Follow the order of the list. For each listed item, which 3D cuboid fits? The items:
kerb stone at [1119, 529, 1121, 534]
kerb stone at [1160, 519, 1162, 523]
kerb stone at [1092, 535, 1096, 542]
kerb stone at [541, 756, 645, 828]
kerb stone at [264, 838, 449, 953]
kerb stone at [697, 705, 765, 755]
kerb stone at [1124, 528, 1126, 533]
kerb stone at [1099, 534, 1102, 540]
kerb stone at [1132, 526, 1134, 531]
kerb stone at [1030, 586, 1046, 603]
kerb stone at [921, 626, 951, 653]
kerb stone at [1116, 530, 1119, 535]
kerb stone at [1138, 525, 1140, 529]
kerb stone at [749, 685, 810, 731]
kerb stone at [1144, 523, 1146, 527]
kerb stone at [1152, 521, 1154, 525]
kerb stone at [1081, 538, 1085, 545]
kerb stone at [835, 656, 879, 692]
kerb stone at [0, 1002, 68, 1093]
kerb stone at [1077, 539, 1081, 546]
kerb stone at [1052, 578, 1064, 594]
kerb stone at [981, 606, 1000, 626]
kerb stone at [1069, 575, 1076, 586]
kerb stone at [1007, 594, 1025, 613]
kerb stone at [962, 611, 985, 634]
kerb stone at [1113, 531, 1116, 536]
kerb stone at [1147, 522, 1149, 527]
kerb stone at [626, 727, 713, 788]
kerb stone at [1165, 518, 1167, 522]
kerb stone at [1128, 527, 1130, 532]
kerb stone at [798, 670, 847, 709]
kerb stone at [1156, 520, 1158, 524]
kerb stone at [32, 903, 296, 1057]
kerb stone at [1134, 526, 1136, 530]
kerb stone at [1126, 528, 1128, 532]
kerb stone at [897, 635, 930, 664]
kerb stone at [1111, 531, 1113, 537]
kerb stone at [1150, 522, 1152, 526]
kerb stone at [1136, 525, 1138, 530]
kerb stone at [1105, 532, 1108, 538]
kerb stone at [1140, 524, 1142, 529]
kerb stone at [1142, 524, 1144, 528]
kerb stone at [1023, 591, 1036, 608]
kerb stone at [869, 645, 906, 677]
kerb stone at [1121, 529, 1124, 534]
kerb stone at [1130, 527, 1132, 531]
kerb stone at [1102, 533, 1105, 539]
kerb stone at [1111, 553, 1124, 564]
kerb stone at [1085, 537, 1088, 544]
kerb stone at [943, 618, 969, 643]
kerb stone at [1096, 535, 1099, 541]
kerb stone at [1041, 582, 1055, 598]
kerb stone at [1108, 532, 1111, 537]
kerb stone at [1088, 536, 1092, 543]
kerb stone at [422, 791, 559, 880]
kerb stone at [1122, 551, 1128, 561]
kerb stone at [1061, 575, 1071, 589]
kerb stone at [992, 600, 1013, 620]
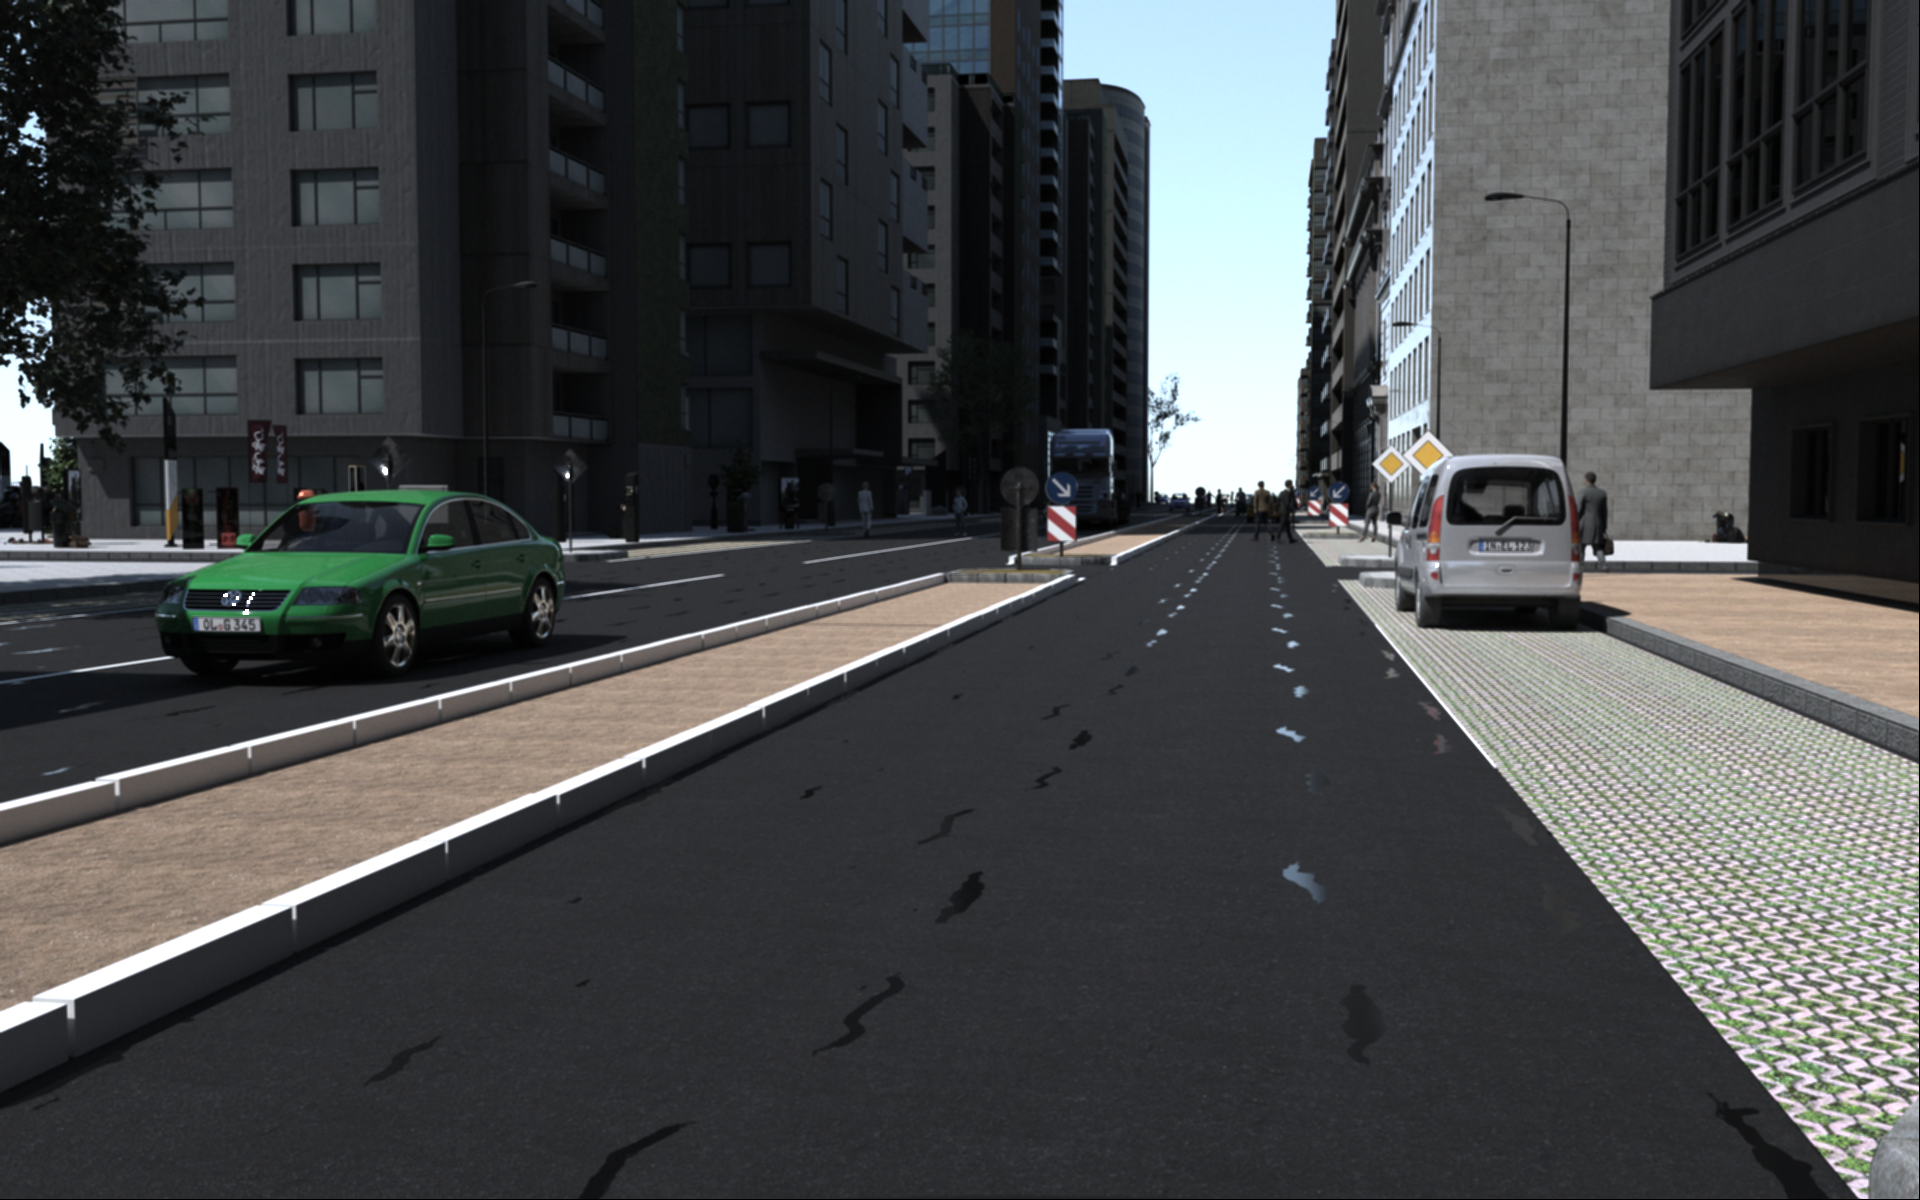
[{"bbox_3d":[5.434,-2.330,60.384,0.120,0.150,1.000,1,4,10],"label":"kerb stone"},{"bbox_3d":[9.522,-3.752,83.587,0.120,0.150,1.000,1,4,10],"label":"kerb stone"},{"bbox_3d":[3.831,-1.775,51.296,0.120,0.150,1.000,1,4,10],"label":"kerb stone"},{"bbox_3d":[-1.687,0.878,7.924,0.120,0.150,1.000,1,4,10],"label":"kerb stone"},{"bbox_3d":[-2.044,0.996,5.909,0.120,0.150,1.000,1,4,10],"label":"kerb stone"},{"bbox_3d":[-1.334,0.755,9.951,0.120,0.150,1.000,1,4,10],"label":"kerb stone"},{"bbox_3d":[5.784,-2.459,62.407,0.120,0.150,1.000,1,4,10],"label":"kerb stone"},{"bbox_3d":[4.184,-1.904,53.319,0.120,0.150,1.000,1,4,10],"label":"kerb stone"},{"bbox_3d":[6.500,-2.706,66.446,0.120,0.150,1.000,1,4,10],"label":"kerb stone"},{"bbox_3d":[0.996,-0.052,23.118,0.120,0.150,1.000,1,4,10],"label":"kerb stone"},{"bbox_3d":[-0.258,0.378,16.018,0.120,0.150,1.000,1,4,10],"label":"kerb stone"},{"bbox_3d":[5.250,-2.274,59.376,0.120,0.150,1.000,1,4,10],"label":"kerb stone"},{"bbox_3d":[7.033,-2.890,69.468,0.120,0.150,1.000,1,4,10],"label":"kerb stone"},{"bbox_3d":[-1.151,0.687,10.965,0.120,0.150,1.000,1,4,10],"label":"kerb stone"},{"bbox_3d":[7.565,-3.076,72.487,0.120,0.150,1.000,1,4,10],"label":"kerb stone"},{"bbox_3d":[8.459,-3.384,77.545,0.120,0.150,1.000,1,4,10],"label":"kerb stone"},{"bbox_3d":[3.294,-1.595,48.269,0.120,0.150,1.000,1,4,10],"label":"kerb stone"},{"bbox_3d":[-0.794,0.563,12.992,0.120,0.150,1.000,1,4,10],"label":"kerb stone"},{"bbox_3d":[-2.401,1.125,3.896,0.120,0.150,1.000,1,4,10],"label":"kerb stone"},{"bbox_3d":[3.121,-1.529,47.262,0.120,0.150,1.000,1,4,10],"label":"kerb stone"},{"bbox_3d":[1.349,-0.176,25.132,0.120,0.150,1.000,1,4,10],"label":"kerb stone"},{"bbox_3d":[0.272,0.198,19.057,0.120,0.150,1.000,1,4,10],"label":"kerb stone"},{"bbox_3d":[1.703,-0.300,27.148,0.120,0.150,1.000,1,4,10],"label":"kerb stone"},{"bbox_3d":[0.633,0.068,21.090,0.120,0.150,1.000,1,4,10],"label":"kerb stone"},{"bbox_3d":[0.094,0.254,18.047,0.120,0.150,1.000,1,4,10],"label":"kerb stone"},{"bbox_3d":[5.074,-2.211,58.365,0.120,0.150,1.000,1,4,10],"label":"kerb stone"},{"bbox_3d":[7.924,-3.200,74.507,0.120,0.150,1.000,1,4,10],"label":"kerb stone"},{"bbox_3d":[-1.502,0.811,8.929,0.120,0.150,1.000,1,4,10],"label":"kerb stone"},{"bbox_3d":[10.231,-4.001,87.613,0.120,0.150,1.000,1,4,10],"label":"kerb stone"},{"bbox_3d":[6.146,-2.582,64.422,0.120,0.150,1.000,1,4,10],"label":"kerb stone"},{"bbox_3d":[-0.976,0.625,11.972,0.120,0.150,1.000,1,4,10],"label":"kerb stone"},{"bbox_3d":[8.982,-3.570,80.567,0.120,0.150,1.000,1,4,10],"label":"kerb stone"},{"bbox_3d":[-2.220,1.058,4.902,0.120,0.150,1.000,1,4,10],"label":"kerb stone"},{"bbox_3d":[6.673,-2.764,67.453,0.120,0.150,1.000,1,4,10],"label":"kerb stone"},{"bbox_3d":[5.968,-2.520,63.415,0.120,0.150,1.000,1,4,10],"label":"kerb stone"},{"bbox_3d":[-0.433,0.439,15.011,0.120,0.150,1.000,1,4,10],"label":"kerb stone"},{"bbox_3d":[4.891,-2.150,57.351,0.120,0.150,1.000,1,4,10],"label":"kerb stone"},{"bbox_3d":[8.272,-3.323,76.538,0.120,0.150,1.000,1,4,10],"label":"kerb stone"},{"bbox_3d":[6.853,-2.828,68.462,0.120,0.150,1.000,1,4,10],"label":"kerb stone"},{"bbox_3d":[4.541,-2.024,55.334,0.120,0.150,1.000,1,4,10],"label":"kerb stone"},{"bbox_3d":[7.216,-2.953,70.473,0.120,0.150,1.000,1,4,10],"label":"kerb stone"},{"bbox_3d":[7.384,-3.014,71.482,0.120,0.150,1.000,1,4,10],"label":"kerb stone"},{"bbox_3d":[0.813,0.014,22.112,0.120,0.150,1.000,1,4,10],"label":"kerb stone"},{"bbox_3d":[-0.619,0.501,14.006,0.120,0.150,1.000,1,4,10],"label":"kerb stone"},{"bbox_3d":[5.612,-2.398,61.400,0.120,0.150,1.000,1,4,10],"label":"kerb stone"},{"bbox_3d":[6.322,-2.644,65.428,0.120,0.150,1.000,1,4,10],"label":"kerb stone"},{"bbox_3d":[4.365,-1.965,54.327,0.120,0.150,1.000,1,4,10],"label":"kerb stone"},{"bbox_3d":[3.228,-0.828,35.799,0.120,0.150,1.000,1,4,10],"label":"kerb stone"},{"bbox_3d":[3.470,-1.655,49.284,0.120,0.150,1.000,1,4,10],"label":"kerb stone"},{"bbox_3d":[-0.079,0.316,17.039,0.120,0.150,1.000,1,4,10],"label":"kerb stone"},{"bbox_3d":[4.012,-1.842,52.311,0.120,0.150,1.000,1,4,10],"label":"kerb stone"},{"bbox_3d":[1.165,-0.118,24.126,0.120,0.150,1.000,1,4,10],"label":"kerb stone"},{"bbox_3d":[4.719,-2.088,56.340,0.120,0.150,1.000,1,4,10],"label":"kerb stone"},{"bbox_3d":[3.658,-1.718,50.288,0.120,0.150,1.000,1,4,10],"label":"kerb stone"},{"bbox_3d":[-1.869,0.934,6.918,0.120,0.150,1.000,1,4,10],"label":"kerb stone"},{"bbox_3d":[3.409,-0.893,36.811,0.120,0.150,1.000,1,4,10],"label":"kerb stone"},{"bbox_3d":[1.522,-0.241,26.142,0.120,0.150,1.000,1,4,10],"label":"kerb stone"},{"bbox_3d":[0.456,0.130,20.069,0.120,0.150,1.000,1,4,10],"label":"kerb stone"}]
